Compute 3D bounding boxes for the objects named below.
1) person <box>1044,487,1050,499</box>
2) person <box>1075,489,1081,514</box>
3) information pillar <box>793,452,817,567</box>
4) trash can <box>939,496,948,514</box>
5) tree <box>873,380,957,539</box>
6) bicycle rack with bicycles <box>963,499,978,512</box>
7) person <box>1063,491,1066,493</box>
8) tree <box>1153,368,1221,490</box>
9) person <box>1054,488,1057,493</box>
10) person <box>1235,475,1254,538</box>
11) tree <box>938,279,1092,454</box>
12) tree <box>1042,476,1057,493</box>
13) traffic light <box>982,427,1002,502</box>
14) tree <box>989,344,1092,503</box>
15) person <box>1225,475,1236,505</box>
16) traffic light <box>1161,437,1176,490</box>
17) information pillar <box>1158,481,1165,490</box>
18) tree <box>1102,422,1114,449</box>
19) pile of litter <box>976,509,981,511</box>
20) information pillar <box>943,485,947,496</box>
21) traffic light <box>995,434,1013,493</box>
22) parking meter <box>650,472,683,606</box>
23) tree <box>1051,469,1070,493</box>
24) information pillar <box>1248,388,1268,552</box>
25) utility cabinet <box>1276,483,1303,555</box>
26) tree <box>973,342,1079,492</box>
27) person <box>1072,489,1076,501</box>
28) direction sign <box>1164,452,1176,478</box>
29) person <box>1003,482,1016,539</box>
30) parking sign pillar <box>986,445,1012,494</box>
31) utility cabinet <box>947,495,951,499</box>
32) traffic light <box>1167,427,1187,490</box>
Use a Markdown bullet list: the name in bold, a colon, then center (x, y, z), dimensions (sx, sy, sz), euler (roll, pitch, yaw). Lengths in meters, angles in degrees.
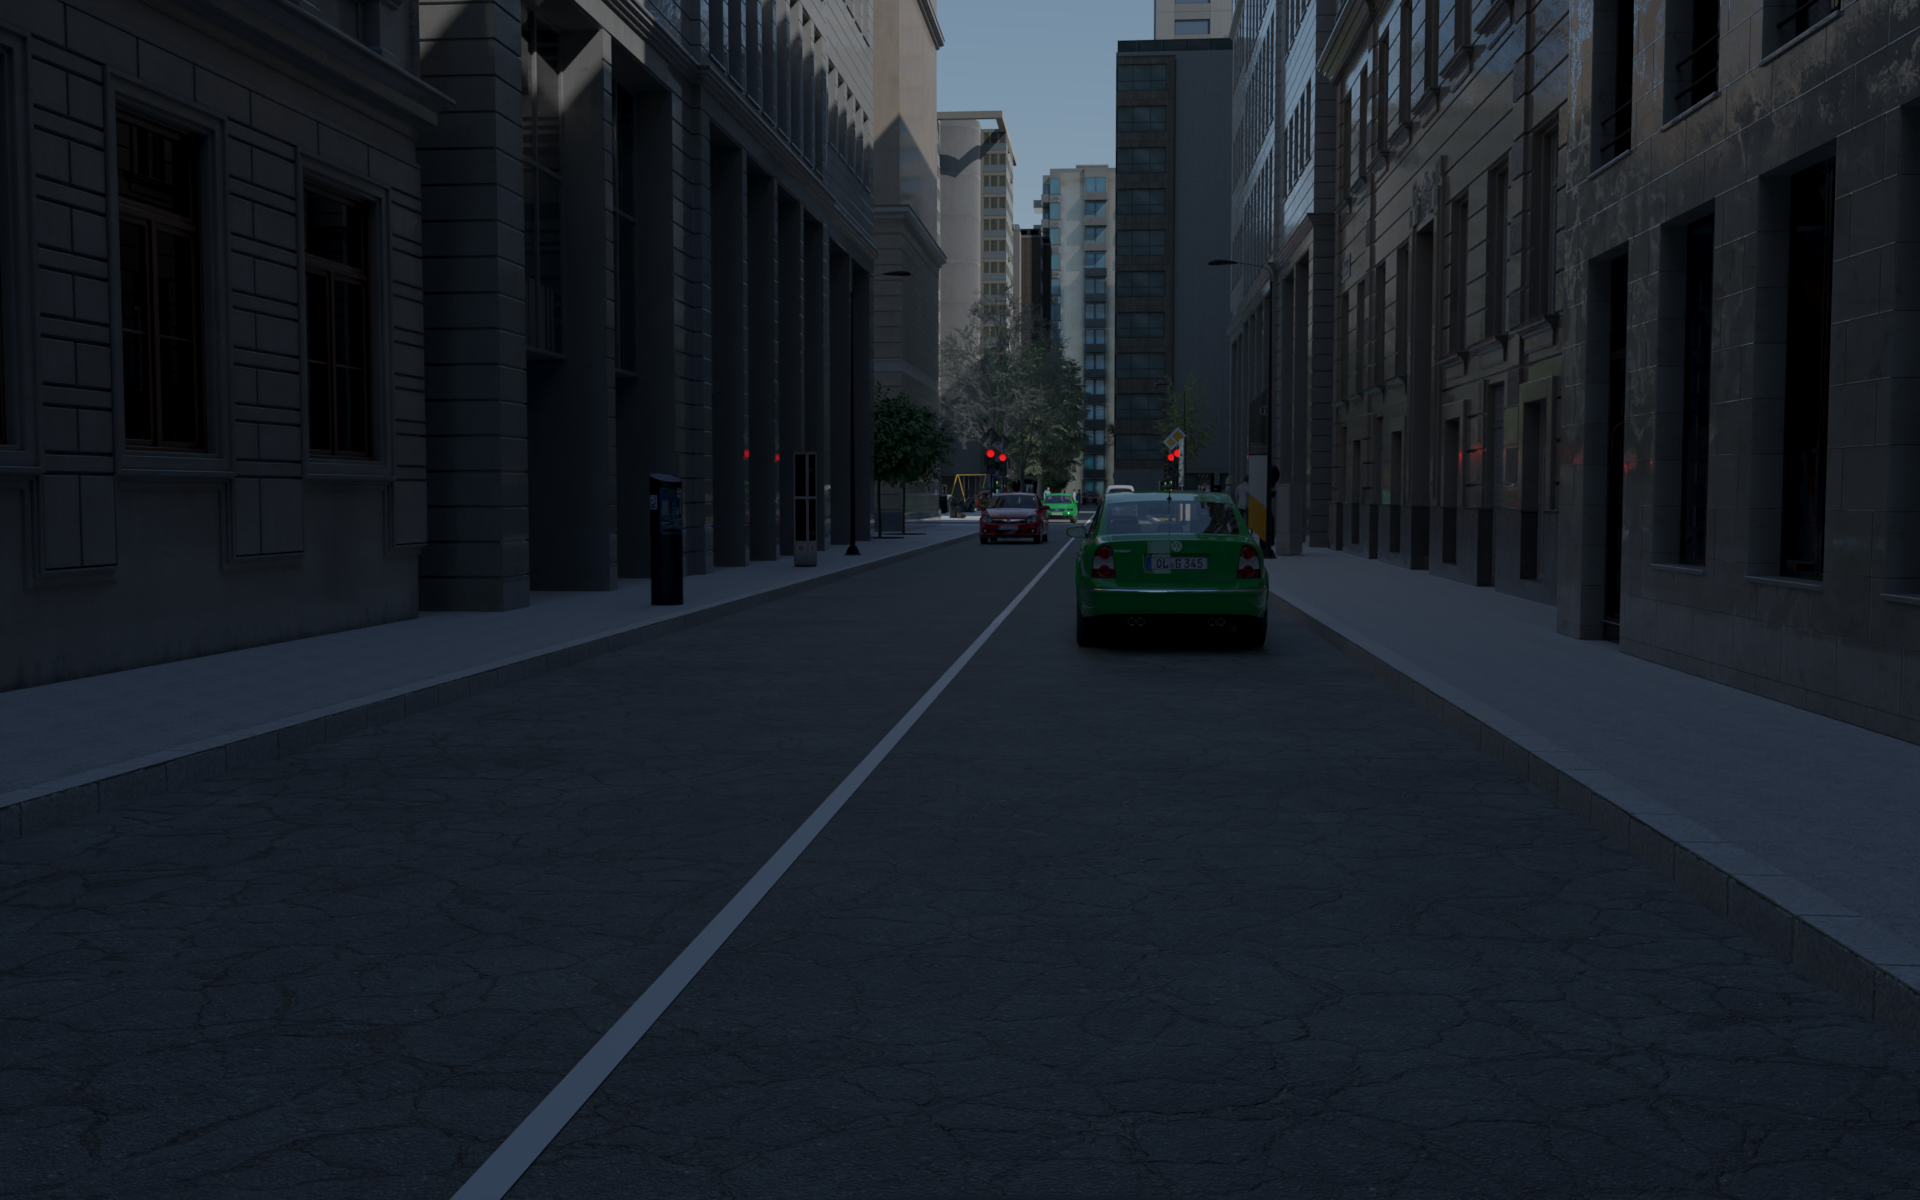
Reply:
- **person**: center (7.019, -8.150, 139.153), dimensions (0.638, 1.841, 0.748), euler (0, 4, -4)
- **person**: center (8.340, -6.935, 122.232), dimensions (0.601, 1.785, 0.444), euler (-3, 5, -40)
- **information pillar**: center (-2.724, -1.591, 30.499), dimensions (0.304, 2.012, 0.304), euler (2, 4, 29)
- **trash can**: center (-1.131, -6.203, 113.078), dimensions (0.748, 1.137, 0.748), euler (0, 3, 0)
- **tree**: center (-2.342, -4.070, 50.261), dimensions (4.285, 4.588, 4.351), euler (0, 3, 0)
- **bicycle rack with bicycles**: center (-0.137, -6.858, 125.512), dimensions (2.925, 0.926, 2.852), euler (0, 4, 0)
- **person**: center (12.995, -12.881, 217.372), dimensions (0.721, 1.743, 1.217), euler (3, 5, 41)
- **tree**: center (13.127, -9.243, 101.488), dimensions (4.737, 8.622, 4.395), euler (0, 3, 0)
- **person**: center (8.898, -9.491, 161.165), dimensions (0.705, 1.831, 1.348), euler (0, 4, 5)
- **person**: center (8.214, -2.710, 50.193), dimensions (0.795, 1.843, 0.661), euler (-3, 5, -40)
- **tree**: center (2.233, -11.576, 99.644), dimensions (12.009, 13.543, 11.850), euler (0, 3, 0)
- **tree**: center (7.642, -9.825, 155.244), dimensions (1.663, 3.219, 1.824), euler (0, 3, 0)
- **traffic light**: center (1.325, -5.140, 72.953), dimensions (0.839, 4.253, 0.868), euler (0, 4, 5)
- **tree**: center (6.883, -14.726, 147.433), dimensions (9.857, 13.997, 8.962), euler (0, 3, 0)
- **person**: center (7.535, -2.586, 48.506), dimensions (0.728, 1.800, 0.709), euler (0, 4, 7)
- **traffic light**: center (9.761, -5.585, 80.242), dimensions (0.839, 4.253, 0.868), euler (0, 4, 5)
- **information pillar**: center (11.471, -5.759, 98.645), dimensions (0.304, 2.012, 0.304), euler (-1, 4, -8)
- **tree**: center (14.376, -11.703, 125.760), dimensions (8.767, 10.594, 7.601), euler (1, 4, 13)
- **pile of litter**: center (1.754, -7.178, 131.321), dimensions (1.719, 0.858, 1.176), euler (1, 4, 18)
- **information pillar**: center (-1.187, -8.004, 135.351), dimensions (0.304, 2.012, 0.304), euler (1, 4, 14)
- **traffic light**: center (2.029, -5.626, 80.907), dimensions (0.839, 4.253, 0.868), euler (0, 4, 5)
- **parking meter**: center (-3.398, -0.712, 20.053), dimensions (0.372, 1.533, 0.369), euler (0, 3, 0)
- **tree**: center (11.028, -13.062, 197.269), dimensions (4.285, 4.588, 4.351), euler (0, 3, 0)
- **information pillar**: center (6.450, -2.802, 37.161), dimensions (0.504, 3.616, 0.183), euler (1, 4, 10)
- **utility cabinet**: center (6.925, -1.698, 36.449), dimensions (0.318, 1.500, 1.173), euler (2, 4, 24)
- **tree**: center (4.269, -11.690, 116.892), dimensions (9.928, 11.665, 9.643), euler (0, 3, 0)
- **person**: center (9.018, -7.952, 138.357), dimensions (0.795, 1.843, 0.661), euler (0, 4, -1)
- **direction sign**: center (11.387, -6.177, 92.983), dimensions (0.876, 3.537, 0.379), euler (1, 4, 13)
- **person**: center (1.598, -2.883, 55.736), dimensions (0.767, 1.812, 0.694), euler (1, 4, 22)
- **parking sign pillar**: center (2.022, -6.191, 89.692), dimensions (1.447, 3.967, 1.447), euler (2, 4, 28)
- **utility cabinet**: center (-0.914, -8.310, 147.033), dimensions (0.306, 1.237, 1.020), euler (1, 4, 9)
- **traffic light**: center (9.058, -5.099, 72.288), dimensions (0.839, 4.253, 0.868), euler (0, 4, 5)
